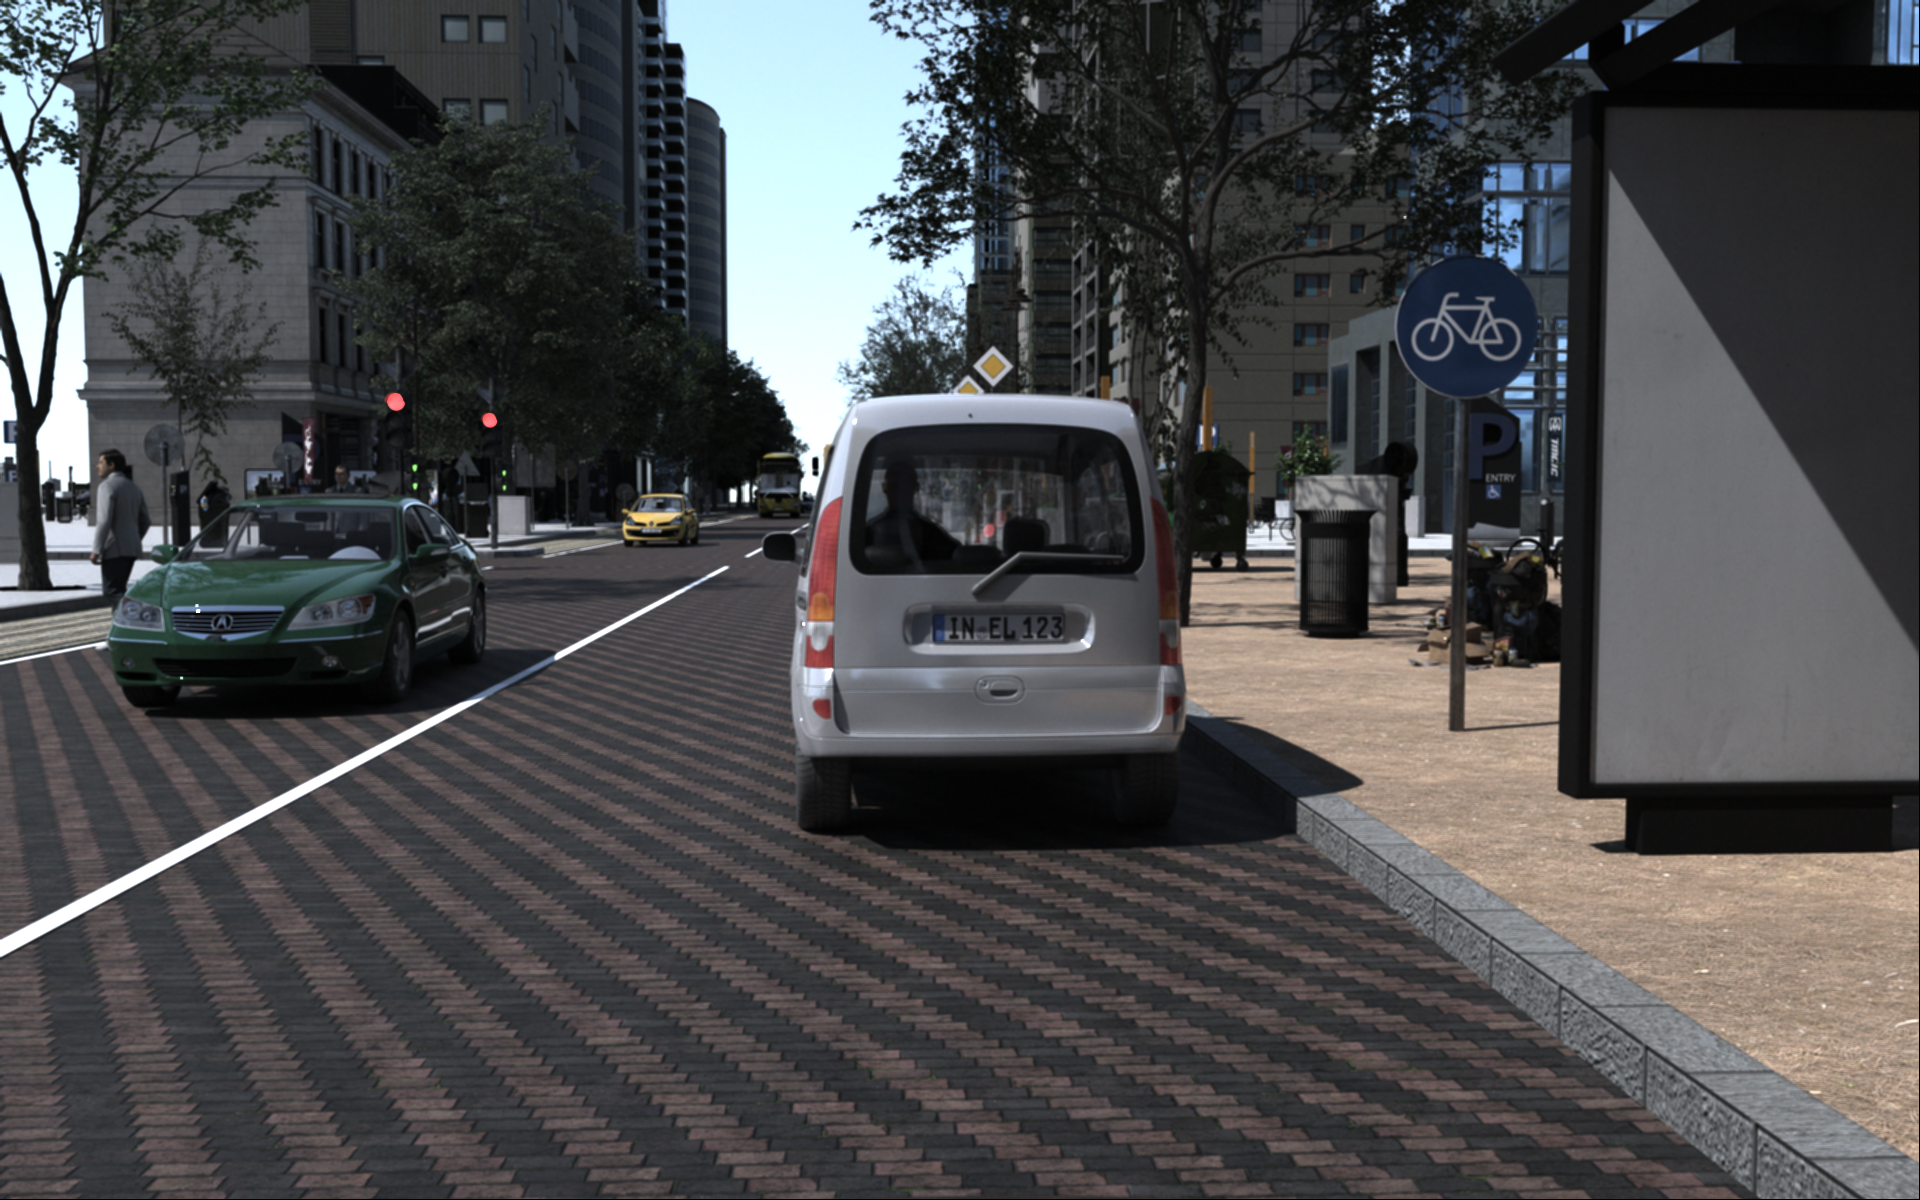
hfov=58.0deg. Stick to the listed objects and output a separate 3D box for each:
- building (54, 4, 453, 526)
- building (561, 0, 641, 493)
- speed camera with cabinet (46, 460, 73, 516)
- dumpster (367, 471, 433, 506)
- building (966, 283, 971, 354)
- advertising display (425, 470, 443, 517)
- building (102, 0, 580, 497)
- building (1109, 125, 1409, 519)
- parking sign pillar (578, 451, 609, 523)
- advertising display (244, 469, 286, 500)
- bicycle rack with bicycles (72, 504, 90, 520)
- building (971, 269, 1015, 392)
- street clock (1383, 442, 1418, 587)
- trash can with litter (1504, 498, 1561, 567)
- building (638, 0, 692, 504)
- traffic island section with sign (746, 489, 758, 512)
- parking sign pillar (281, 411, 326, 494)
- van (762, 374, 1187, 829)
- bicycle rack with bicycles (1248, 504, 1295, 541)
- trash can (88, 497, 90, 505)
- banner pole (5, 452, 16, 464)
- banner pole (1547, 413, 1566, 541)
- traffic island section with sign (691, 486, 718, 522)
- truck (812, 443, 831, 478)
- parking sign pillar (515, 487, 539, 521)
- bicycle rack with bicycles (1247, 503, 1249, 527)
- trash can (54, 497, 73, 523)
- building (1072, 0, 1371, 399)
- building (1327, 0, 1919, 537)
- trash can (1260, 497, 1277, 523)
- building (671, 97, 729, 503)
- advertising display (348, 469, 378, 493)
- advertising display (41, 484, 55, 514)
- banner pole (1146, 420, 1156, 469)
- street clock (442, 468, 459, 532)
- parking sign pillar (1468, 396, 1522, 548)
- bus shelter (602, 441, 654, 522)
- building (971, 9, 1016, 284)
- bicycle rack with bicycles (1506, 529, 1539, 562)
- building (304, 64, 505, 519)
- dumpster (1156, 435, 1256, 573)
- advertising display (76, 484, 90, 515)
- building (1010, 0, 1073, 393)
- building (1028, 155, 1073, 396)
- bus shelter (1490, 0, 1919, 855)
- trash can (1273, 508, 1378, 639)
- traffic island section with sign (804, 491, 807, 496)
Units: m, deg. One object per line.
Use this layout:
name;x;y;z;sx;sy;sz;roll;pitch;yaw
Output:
building;-30.309;-13.387;69.782;10.553;20.767;40.483;0;4;-3
building;-40.995;-37.476;154.733;21.231;58.520;28.212;0;4;-3
speed camera with cabinet;-52.422;-6.512;100.812;2.038;3.252;0.660;3;4;38
dumpster;-14.353;-2.363;44.397;1.264;1.857;1.865;0;4;-3
building;7.731;-28.509;237.820;14.160;30.474;14.107;0;4;-3
advertising display;-14.007;-2.504;46.146;0.123;1.923;0.974;-3;4;-36
building;-43.137;-32.872;126.690;28.713;52.752;27.495;0;4;-3
building;24.654;-15.786;103.133;27.650;21.520;28.899;0;4;-3
parking sign pillar;-16.284;-5.386;76.536;1.447;3.967;1.447;2;4;33
advertising display;-17.700;-2.383;44.168;0.974;1.923;0.123;-1;4;-17
bicycle rack with bicycles;-43.246;-4.511;87.140;2.925;0.926;2.852;-1;4;-13
building;9.270;-27.621;223.300;14.160;30.474;14.107;0;4;-3
street clock;6.090;-1.188;23.986;0.358;2.002;0.471;-2;4;-24
trash can with litter;10.612;-1.251;31.516;1.678;1.210;2.233;1;4;13
building;-45.576;-55.661;222.721;22.319;86.520;31.000;0;4;-3
traffic island section with sign;-16.311;-8.050;140.245;1.989;1.847;2.006;0;4;-3
parking sign pillar;-21.428;-4.166;56.590;1.447;3.967;1.447;-1;4;-22
van;-0.012;-0.111;8.821;2.013;2.044;4.112;0;4;-5
bicycle rack with bicycles;9.857;-2.062;47.101;2.925;0.926;2.852;-1;4;-16
trash can;-45.155;-4.823;90.513;0.748;1.137;0.748;0;3;0
banner pole;-55.850;-6.858;102.139;0.863;3.779;0.401;-1;4;-19
banner pole;16.294;-3.491;47.088;0.401;3.779;0.863;-2;4;-35
traffic island section with sign;-13.560;-4.961;89.734;1.989;1.847;2.006;0;4;-3
truck;-3.807;-4.233;65.140;3.469;3.379;9.791;0;4;-5
parking sign pillar;-20.949;-5.812;83.500;1.447;3.967;1.447;2;4;28
bicycle rack with bicycles;10.591;-3.151;64.894;2.925;0.926;2.852;-1;4;-22
trash can;-39.768;-3.990;76.897;0.748;1.137;0.748;0;3;0
building;17.550;-42.204;128.285;20.563;71.187;20.611;0;4;-3
building;30.013;-45.777;61.118;31.000;86.520;22.319;0;4;-3
trash can;13.936;-4.074;78.265;0.748;1.137;0.748;0;3;0
building;-45.630;-43.502;253.249;21.231;58.520;28.212;0;4;-3
advertising display;-15.491;-2.416;44.715;0.974;1.923;0.123;-3;5;-44
advertising display;-57.604;-6.384;109.585;0.123;1.923;0.974;2;4;32
banner pole;6.364;-4.172;58.229;0.863;3.779;0.401;-3;4;-36
street clock;-14.152;-2.666;48.163;0.358;2.002;0.471;2;4;24
parking sign pillar;12.840;-3.261;41.783;1.447;3.967;1.447;0;4;7
bus shelter;-16.287;-6.477;83.535;2.179;5.291;8.768;0;4;-3
building;10.550;-57.868;258.807;22.319;86.520;31.000;0;4;-3
bicycle rack with bicycles;9.505;-0.728;25.280;2.925;0.926;2.852;1;4;17
building;-33.446;-16.392;97.680;12.332;23.373;15.834;0;4;-3
dumpster;4.041;-1.623;29.027;1.502;2.255;1.985;0;4;-3
advertising display;-54.299;-6.237;107.194;0.123;1.923;0.974;3;5;41
building;19.833;-35.392;167.894;28.713;52.752;27.495;0;4;-3
building;12.566;-22.930;146.610;14.160;30.474;14.107;0;4;-3
bus shelter;3.085;-0.594;3.639;2.014;3.302;5.546;0;4;-3
trash can;3.363;-0.238;15.550;0.748;1.137;0.748;0;3;0
traffic island section with sign;-22.261;-14.735;249.541;1.989;1.847;2.006;0;4;-3
